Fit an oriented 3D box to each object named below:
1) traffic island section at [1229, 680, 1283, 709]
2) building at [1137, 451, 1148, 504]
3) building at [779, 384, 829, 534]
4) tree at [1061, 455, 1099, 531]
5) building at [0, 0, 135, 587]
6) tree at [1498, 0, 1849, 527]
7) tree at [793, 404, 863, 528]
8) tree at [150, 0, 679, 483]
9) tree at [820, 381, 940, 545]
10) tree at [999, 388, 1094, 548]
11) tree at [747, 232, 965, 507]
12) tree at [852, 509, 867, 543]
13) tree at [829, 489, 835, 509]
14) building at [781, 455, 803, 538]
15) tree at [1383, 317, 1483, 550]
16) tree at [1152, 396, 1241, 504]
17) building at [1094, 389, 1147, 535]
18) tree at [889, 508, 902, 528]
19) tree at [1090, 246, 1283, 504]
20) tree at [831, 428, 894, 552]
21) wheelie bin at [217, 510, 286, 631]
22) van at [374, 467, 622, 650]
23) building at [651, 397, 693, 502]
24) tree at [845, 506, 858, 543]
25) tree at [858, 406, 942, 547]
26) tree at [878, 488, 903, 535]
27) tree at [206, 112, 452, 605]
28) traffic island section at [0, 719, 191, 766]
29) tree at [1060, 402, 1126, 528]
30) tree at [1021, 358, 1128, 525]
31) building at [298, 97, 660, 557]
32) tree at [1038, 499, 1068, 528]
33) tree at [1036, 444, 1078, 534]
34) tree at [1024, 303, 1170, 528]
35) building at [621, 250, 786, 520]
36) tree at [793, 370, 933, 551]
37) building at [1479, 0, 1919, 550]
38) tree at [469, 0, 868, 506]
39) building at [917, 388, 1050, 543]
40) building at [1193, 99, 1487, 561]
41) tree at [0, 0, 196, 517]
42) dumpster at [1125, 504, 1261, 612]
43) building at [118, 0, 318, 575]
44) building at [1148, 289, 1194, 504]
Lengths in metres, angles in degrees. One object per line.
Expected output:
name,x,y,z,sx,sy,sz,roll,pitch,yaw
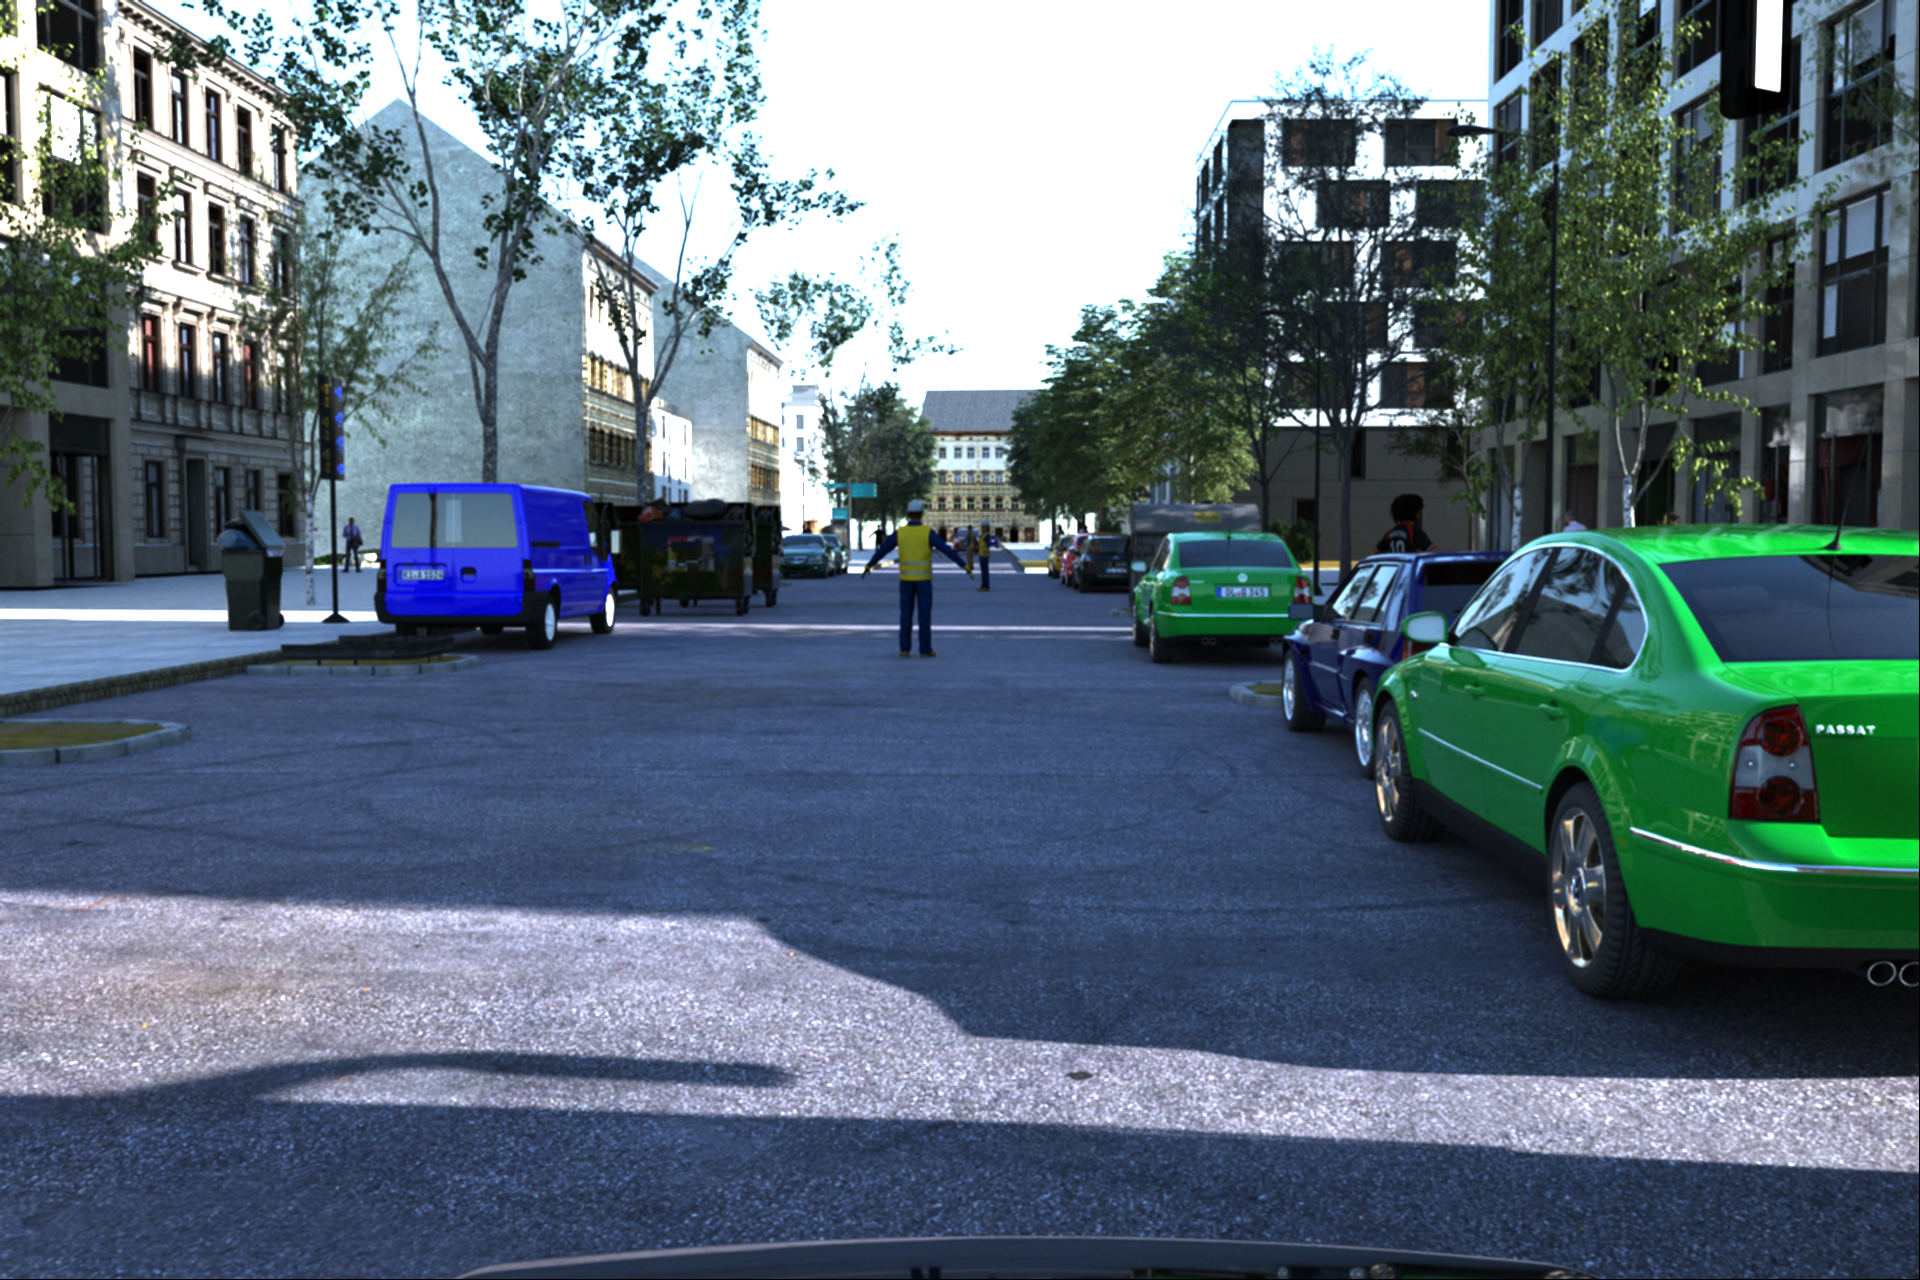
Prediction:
traffic island section,3.377,0.482,14.987,1.991,0.108,1.994,0,4,1
building,29.854,-22.111,192.435,19.493,23.208,18.063,0,4,1
building,-22.903,-22.208,219.525,16.016,20.090,11.380,0,4,2
tree,8.148,-10.398,120.363,4.360,8.622,3.978,0,3,0
building,-30.756,-13.623,25.937,19.351,26.588,34.151,0,4,2
tree,8.967,-4.428,22.761,4.737,8.622,4.395,0,3,0
tree,-7.332,-9.043,98.218,4.360,8.622,3.978,0,3,0
tree,-12.891,-11.473,43.468,12.611,20.169,13.585,0,3,0
tree,-6.484,-14.517,144.000,9.857,13.997,8.962,0,3,0
tree,8.216,-14.860,149.616,9.857,13.997,8.962,0,3,0
tree,-6.514,-15.450,108.503,12.611,20.169,13.585,0,3,0
tree,-14.202,-19.047,261.774,4.360,8.622,3.978,0,3,0
tree,-23.346,-21.524,262.290,12.009,13.543,11.850,0,3,0
building,-22.484,-15.653,198.080,9.099,9.664,28.070,0,4,0
tree,21.433,-8.395,71.672,7.601,10.594,8.767,-3,5,-44
tree,10.159,-7.820,78.215,4.360,8.622,3.978,0,3,0
building,27.153,-24.021,223.677,19.493,23.208,18.063,0,4,1
tree,-9.162,-18.926,259.801,4.737,8.622,4.395,0,3,0
tree,9.117,-9.248,69.336,7.486,12.596,7.792,0,3,0
tree,-7.331,-10.434,120.956,4.360,8.622,3.978,0,3,0
wheelie bin,-9.480,-0.932,23.152,0.693,1.594,0.980,0,4,2
van,-5.970,-1.146,23.124,2.240,2.365,5.245,0,4,1
building,-23.105,-10.903,120.407,9.099,9.664,28.070,0,3,0
tree,-15.045,-18.653,255.335,4.360,8.622,3.978,0,3,0
tree,-6.552,-16.149,170.687,9.857,13.997,8.962,0,3,0
tree,-6.309,-12.415,153.350,4.360,8.622,3.978,0,3,0
tree,-11.937,-4.931,30.988,4.360,8.622,3.978,0,3,0
traffic island section,-6.367,0.688,11.617,1.991,0.108,1.994,0,4,1
tree,7.590,-8.801,94.262,4.737,8.622,4.395,0,3,0
tree,7.876,-11.885,112.451,7.486,12.596,7.792,0,3,0
building,-28.113,-16.256,96.717,19.493,23.208,18.063,0,4,1
tree,9.483,-13.182,165.879,4.360,8.622,3.978,0,3,0
tree,8.104,-10.735,125.886,4.360,8.622,3.978,0,3,0
tree,7.007,-10.234,85.451,7.486,12.596,7.792,0,3,0
building,-25.323,-19.117,143.499,19.493,23.208,18.063,0,4,2
tree,-7.499,-13.433,130.000,12.009,13.543,11.850,0,3,0
building,26.850,-14.504,40.350,19.350,26.588,34.151,0,4,1
tree,-9.661,-12.415,58.868,12.611,20.169,13.585,0,3,0
building,3.853,-26.150,260.940,18.063,23.208,19.493,0,4,7
building,26.918,-15.539,98.036,27.936,21.610,32.646,0,4,1
tree,-12.216,-4.365,21.737,4.737,8.622,4.395,0,3,0
dumpster,3.330,-1.013,24.777,1.865,1.857,1.264,0,4,1
building,-28.415,-11.605,53.365,10.561,19.211,19.286,0,4,1
building,24.256,-16.263,132.350,16.747,18.905,31.486,0,4,1
